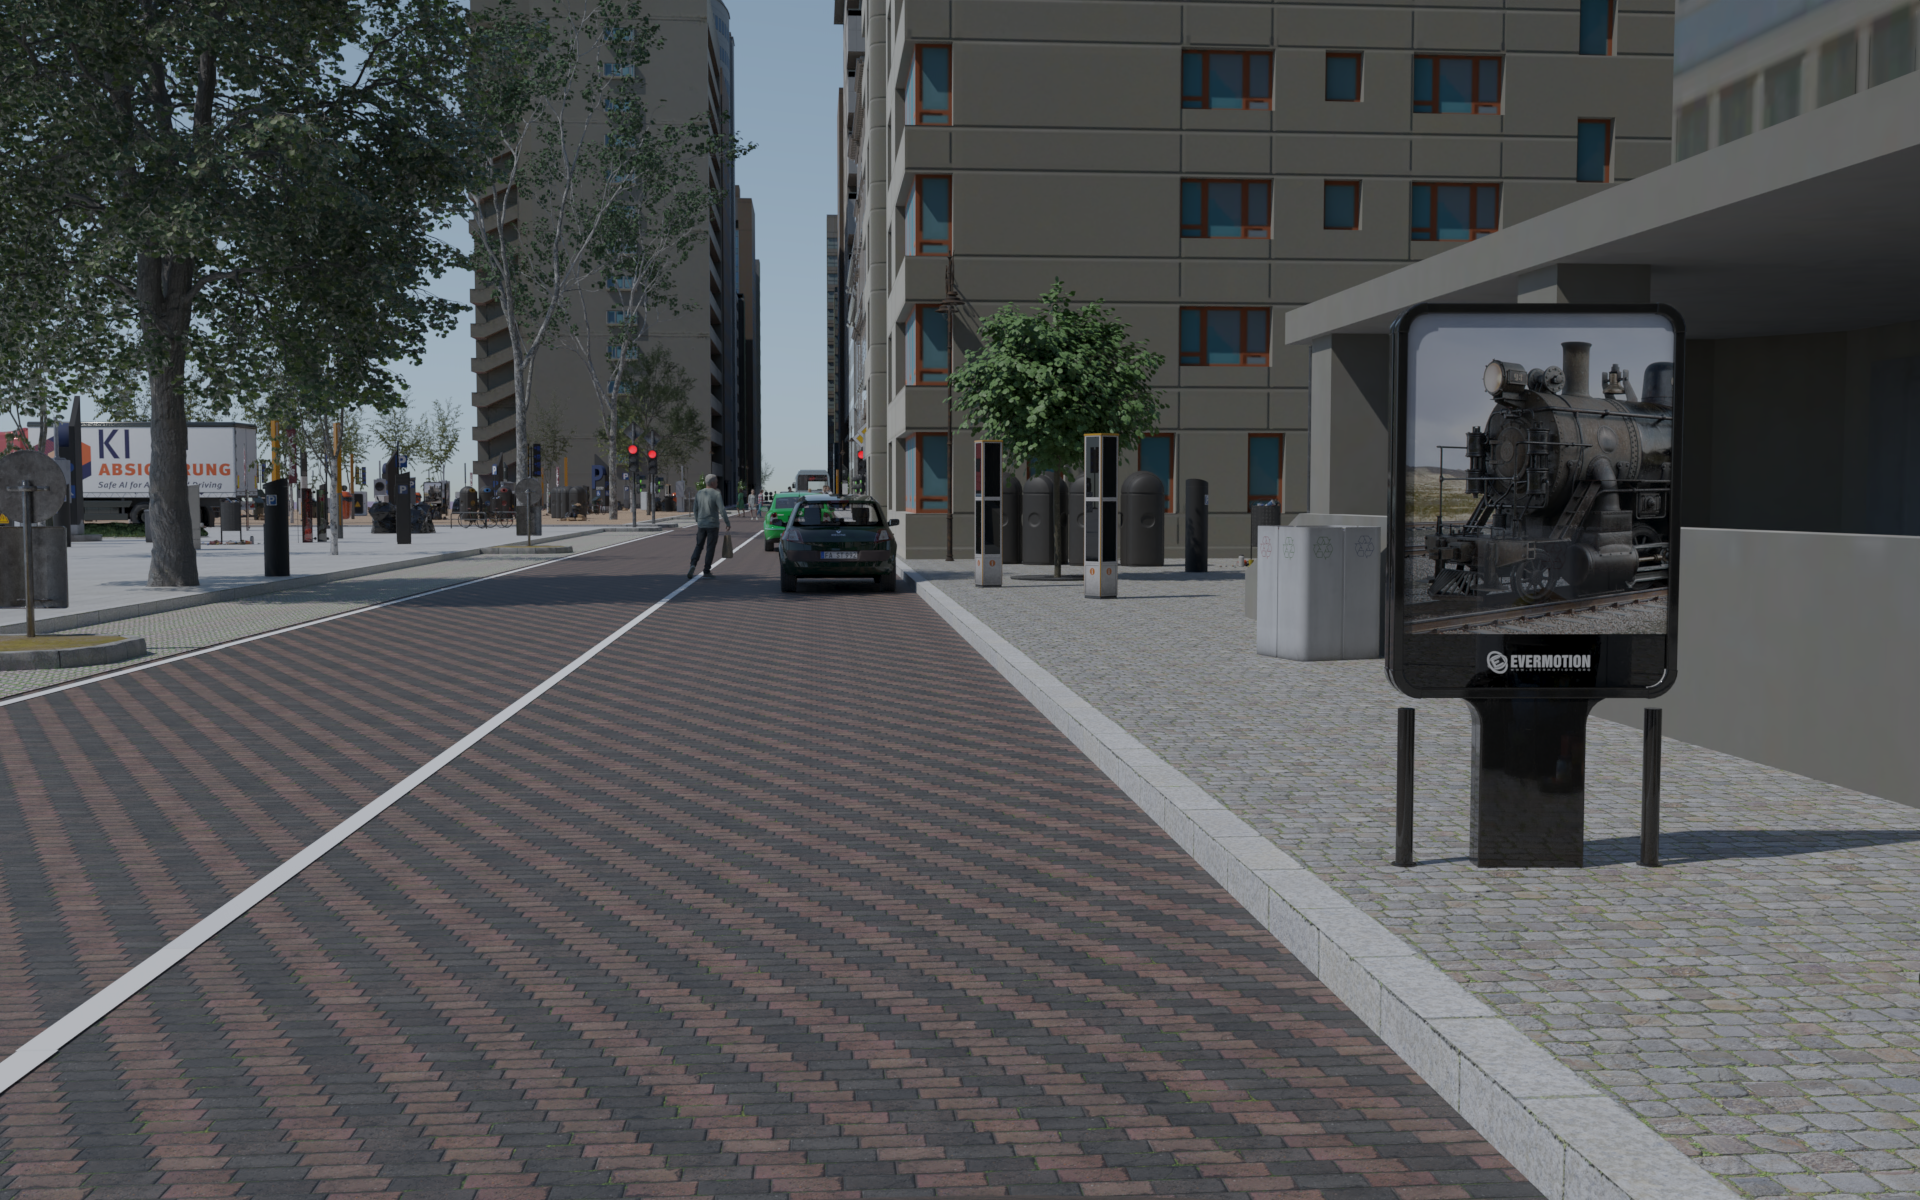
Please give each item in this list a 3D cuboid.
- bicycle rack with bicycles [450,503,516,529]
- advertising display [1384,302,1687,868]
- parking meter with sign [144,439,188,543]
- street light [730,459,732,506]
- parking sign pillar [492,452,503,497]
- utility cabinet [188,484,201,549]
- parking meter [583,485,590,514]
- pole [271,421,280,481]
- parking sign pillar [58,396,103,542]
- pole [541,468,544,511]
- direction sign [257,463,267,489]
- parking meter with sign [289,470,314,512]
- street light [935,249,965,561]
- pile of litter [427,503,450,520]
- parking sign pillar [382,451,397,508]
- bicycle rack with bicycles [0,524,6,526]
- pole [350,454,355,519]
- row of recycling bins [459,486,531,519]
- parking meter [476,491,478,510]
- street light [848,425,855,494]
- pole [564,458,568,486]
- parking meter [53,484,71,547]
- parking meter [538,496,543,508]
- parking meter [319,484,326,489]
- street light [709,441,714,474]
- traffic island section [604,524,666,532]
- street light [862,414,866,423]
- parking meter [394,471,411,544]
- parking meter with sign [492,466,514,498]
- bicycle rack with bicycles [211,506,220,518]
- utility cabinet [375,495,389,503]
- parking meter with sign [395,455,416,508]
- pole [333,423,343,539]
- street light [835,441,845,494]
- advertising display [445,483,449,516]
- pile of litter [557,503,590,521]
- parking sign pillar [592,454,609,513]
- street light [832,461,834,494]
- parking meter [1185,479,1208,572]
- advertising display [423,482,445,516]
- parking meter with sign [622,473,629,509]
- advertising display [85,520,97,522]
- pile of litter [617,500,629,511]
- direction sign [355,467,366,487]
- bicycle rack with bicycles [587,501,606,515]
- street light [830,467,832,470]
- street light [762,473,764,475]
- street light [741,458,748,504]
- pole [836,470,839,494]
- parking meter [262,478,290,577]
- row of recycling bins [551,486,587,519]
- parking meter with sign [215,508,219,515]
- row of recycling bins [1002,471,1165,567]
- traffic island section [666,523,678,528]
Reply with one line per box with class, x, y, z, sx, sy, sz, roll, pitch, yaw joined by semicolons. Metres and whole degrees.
bicycle rack with bicycles;-17.835;-3.159;65.037;2.925;0.926;2.852;2;4;30
advertising display;1.956;-0.044;5.931;0.974;1.923;0.123;0;4;0
parking meter with sign;-21.324;-3.071;46.479;0.543;3.016;1.738;0;4;-1
street light;-24.526;-12.995;185.249;0.468;5.910;1.993;0;4;-5
parking sign pillar;-29.667;-7.505;111.172;1.447;3.967;1.447;0;4;-2
utility cabinet;-17.921;-1.901;39.760;1.173;1.500;0.318;2;4;35
parking meter;-24.079;-6.476;111.595;0.399;1.863;0.255;1;4;18
pole;-19.042;-3.327;48.241;0.158;3.312;0.155;0;3;0
parking sign pillar;-24.055;-3.570;46.847;1.447;3.967;1.447;-1;4;-20
pole;-32.295;-8.573;134.015;0.158;3.312;0.155;0;3;0
direction sign;-49.847;-8.039;123.434;0.876;3.537;0.379;0;4;4
parking meter with sign;-48.267;-7.987;126.855;1.738;3.016;0.543;-2;4;-28
street light;-0.196;-3.680;32.952;0.468;5.910;1.993;0;4;-5
pile of litter;-26.183;-4.403;85.950;1.719;0.858;1.176;2;4;24
parking sign pillar;-35.281;-7.257;107.129;1.447;3.967;1.447;0;4;7
bicycle rack with bicycles;-17.695;-1.030;30.215;2.925;0.926;2.852;-1;4;-10
pole;-30.952;-5.771;88.201;0.158;3.312;0.155;0;3;0
row of recycling bins;-23.877;-5.007;88.970;3.534;1.692;1.069;-1;4;-20
parking meter;-37.749;-7.735;134.884;0.372;1.533;0.369;0;3;0
street light;-7.238;-8.753;115.905;0.468;5.910;1.993;0;4;-5
pole;-21.948;-6.283;96.564;0.158;3.312;0.155;0;3;0
parking meter;-21.663;-2.040;41.766;0.372;1.533;0.369;0;3;0
parking meter;-34.319;-8.313;141.624;0.255;1.863;0.399;1;4;23
parking meter;-35.323;-5.527;96.080;0.399;1.863;0.255;1;4;16
street light;-21.713;-10.925;151.406;0.468;5.910;1.993;0;4;-5
traffic island section;-12.533;-2.710;66.583;2.009;0.180;2.903;0;4;-5
street light;-4.382;-6.659;81.660;0.468;5.910;1.993;0;4;-5
parking meter;-14.265;-2.361;44.316;0.399;1.863;0.255;-1;4;-19
parking meter with sign;-27.955;-6.775;107.033;1.738;3.016;0.543;-3;5;-42
bicycle rack with bicycles;-40.471;-4.871;93.030;2.925;0.926;2.852;-1;4;-16
utility cabinet;-31.990;-5.177;95.809;1.020;1.237;0.306;3;5;43
parking meter with sign;-24.592;-4.951;77.204;0.543;3.016;1.738;-3;4;-38
pole;-17.853;-3.418;49.725;0.158;3.312;0.155;0;3;0
street light;-10.891;-11.303;157.587;0.468;5.910;1.993;0;4;-5
advertising display;-30.283;-5.930;102.172;0.123;1.923;0.974;-1;4;-8
pile of litter;-18.251;-4.176;82.248;1.719;0.858;1.176;1;4;18
parking sign pillar;-24.097;-7.806;116.102;1.447;3.967;1.447;3;4;36
street light;-13.654;-13.373;191.434;0.468;5.910;1.993;0;4;-5
parking meter;3.889;-1.226;28.458;0.372;1.533;0.369;0;3;0
advertising display;-27.726;-5.254;91.118;0.974;1.923;0.123;0;4;1
parking meter with sign;-27.491;-8.952;142.625;0.543;3.016;1.738;-1;4;-12
advertising display;-40.331;-4.581;80.114;0.974;1.923;0.123;1;4;17
pile of litter;-26.244;-7.357;134.252;1.176;0.858;1.719;0;4;3
direction sign;-49.741;-9.284;143.797;0.876;3.537;0.379;0;4;-6
bicycle rack with bicycles;-23.369;-5.707;106.691;2.852;0.926;2.925;-2;4;-31
street light;-16.503;-15.472;225.750;0.468;5.910;1.993;0;4;-5
street light;-34.475;-20.189;302.880;0.468;5.910;1.993;0;4;-5
street light;-27.591;-15.122;220.039;0.468;5.910;1.993;0;4;-5
pole;-10.278;-9.273;145.459;0.158;3.312;0.155;0;3;0
parking meter;-10.678;-1.140;27.043;0.372;1.533;0.369;0;3;0
row of recycling bins;-20.438;-5.087;90.291;1.069;1.692;3.534;-2;4;-33
parking meter with sign;-42.431;-6.262;98.649;0.543;3.016;1.738;-1;4;-21
row of recycling bins;2.003;-1.482;31.337;3.534;1.692;1.069;2;4;24
traffic island section;-13.206;-3.196;74.540;2.009;0.180;2.903;0;4;-5
